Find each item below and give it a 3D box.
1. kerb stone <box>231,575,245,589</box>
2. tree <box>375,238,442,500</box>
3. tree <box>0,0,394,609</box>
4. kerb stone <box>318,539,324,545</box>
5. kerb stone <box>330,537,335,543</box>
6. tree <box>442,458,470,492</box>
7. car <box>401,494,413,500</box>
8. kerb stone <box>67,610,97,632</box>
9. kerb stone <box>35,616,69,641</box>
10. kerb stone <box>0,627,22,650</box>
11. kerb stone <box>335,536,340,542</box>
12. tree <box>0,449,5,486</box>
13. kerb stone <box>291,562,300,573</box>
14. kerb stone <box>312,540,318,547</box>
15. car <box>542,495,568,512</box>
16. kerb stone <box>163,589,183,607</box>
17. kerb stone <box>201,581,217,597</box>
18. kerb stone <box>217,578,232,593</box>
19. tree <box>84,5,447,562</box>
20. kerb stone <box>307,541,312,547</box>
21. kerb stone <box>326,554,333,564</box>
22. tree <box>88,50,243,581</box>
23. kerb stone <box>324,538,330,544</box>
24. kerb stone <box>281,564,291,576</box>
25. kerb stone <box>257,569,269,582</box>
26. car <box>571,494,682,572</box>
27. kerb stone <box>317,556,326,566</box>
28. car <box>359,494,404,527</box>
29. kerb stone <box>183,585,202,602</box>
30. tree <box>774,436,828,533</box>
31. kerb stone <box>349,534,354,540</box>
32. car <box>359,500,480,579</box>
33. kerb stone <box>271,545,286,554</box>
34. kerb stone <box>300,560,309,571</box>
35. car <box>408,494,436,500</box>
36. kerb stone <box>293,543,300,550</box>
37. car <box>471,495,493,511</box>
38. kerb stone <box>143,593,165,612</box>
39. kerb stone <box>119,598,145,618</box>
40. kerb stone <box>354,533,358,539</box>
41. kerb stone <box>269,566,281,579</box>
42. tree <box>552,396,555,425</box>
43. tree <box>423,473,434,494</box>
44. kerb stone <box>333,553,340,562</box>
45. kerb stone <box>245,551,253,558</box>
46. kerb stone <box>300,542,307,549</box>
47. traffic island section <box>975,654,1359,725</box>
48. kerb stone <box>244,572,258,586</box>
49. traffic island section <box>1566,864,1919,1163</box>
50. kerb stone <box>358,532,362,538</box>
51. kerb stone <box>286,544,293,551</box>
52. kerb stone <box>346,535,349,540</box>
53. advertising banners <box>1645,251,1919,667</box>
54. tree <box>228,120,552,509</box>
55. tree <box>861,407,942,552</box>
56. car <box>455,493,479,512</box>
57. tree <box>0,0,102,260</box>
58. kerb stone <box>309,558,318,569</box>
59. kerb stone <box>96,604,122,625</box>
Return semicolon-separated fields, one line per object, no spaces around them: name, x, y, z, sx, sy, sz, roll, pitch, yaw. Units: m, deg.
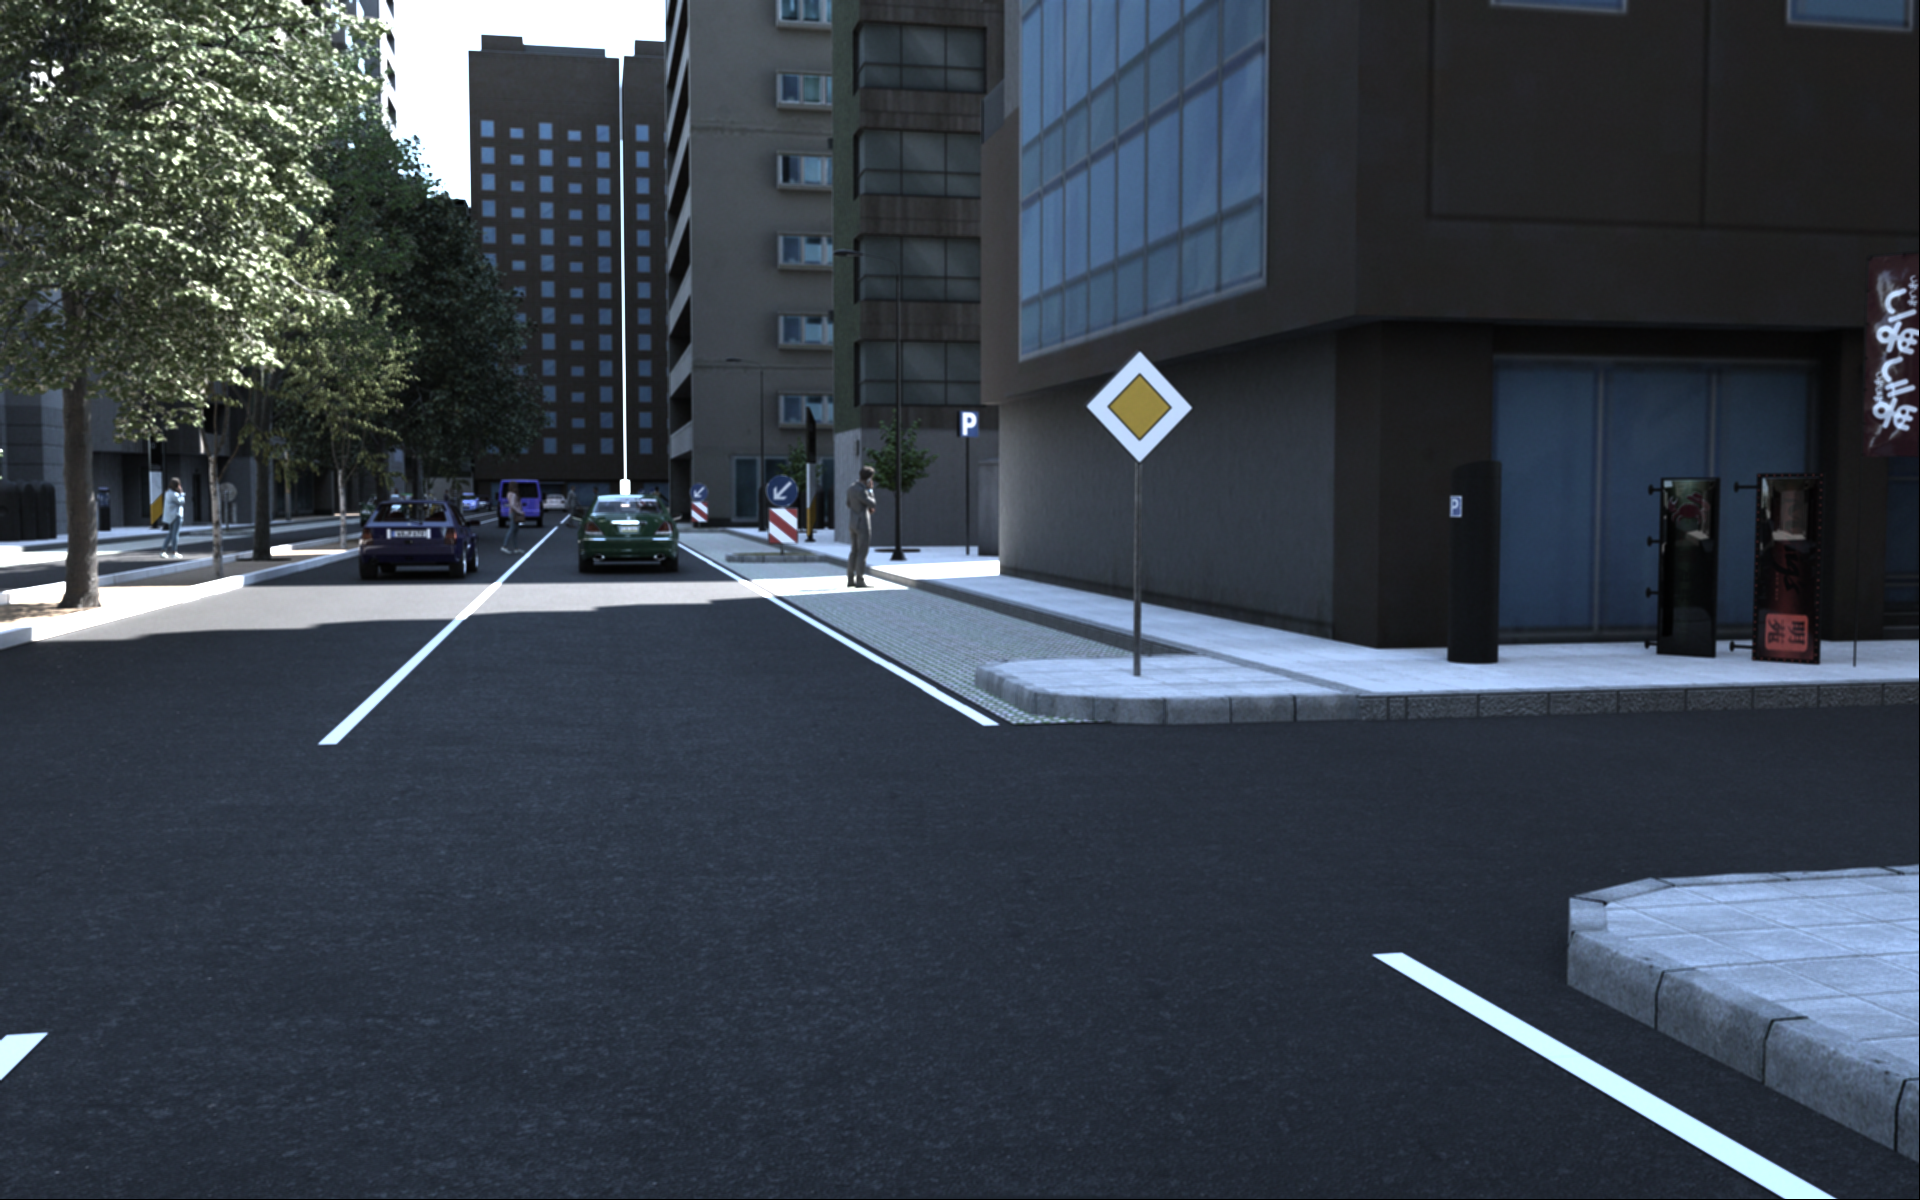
kerb stone;-11.100;-0.257;26.399;0.120;0.150;1.000;-1;4;-12
tree;-15.994;-5.620;44.713;4.737;8.622;4.395;0;3;0
tree;-11.196;-6.186;21.722;7.486;12.596;7.792;0;3;0
kerb stone;-17.847;-1.582;48.055;0.120;0.150;1.000;-1;4;-12
kerb stone;-18.277;-1.704;50.054;0.120;0.150;1.000;-1;4;-12
tree;-21.287;-7.118;69.194;4.737;8.622;4.395;0;3;0
car;-38.174;-6.753;119.215;1.959;1.807;4.718;-1;4;-13
kerb stone;-9.390;0.235;18.366;0.120;0.150;1.000;-1;4;-12
kerb stone;-9.176;0.296;17.362;0.120;0.150;1.000;-1;4;-12
kerb stone;-8.966;0.357;16.361;0.120;0.150;1.000;-1;4;-12
kerb stone;-18.478;-1.760;51.057;0.120;0.150;1.000;-1;4;-12
tree;-33.800;-4.048;60.781;1.663;3.219;1.824;0;3;0
kerb stone;-12.165;-0.564;31.415;0.120;0.150;1.000;-1;4;-12
kerb stone;-17.637;-1.520;47.047;0.120;0.150;1.000;-1;4;-12
car;-32.212;-7.678;137.902;2.083;1.381;4.827;-1;4;-10
kerb stone;-10.252;-0.011;22.383;0.120;0.150;1.000;-1;4;-12
kerb stone;-10.675;-0.134;24.398;0.120;0.150;1.000;-1;4;-12
kerb stone;-10.883;-0.196;25.400;0.120;0.150;1.000;-1;4;-12
tree;-14.801;-6.630;36.616;9.928;11.665;9.643;0;3;0
kerb stone;-17.428;-1.459;46.046;0.120;0.150;1.000;-1;4;-12
kerb stone;-13.017;-0.809;35.422;0.120;0.150;1.000;-1;4;-12
tree;-12.107;-4.598;27.996;4.737;8.622;4.395;0;3;0
kerb stone;-18.063;-1.643;49.054;0.120;0.150;1.000;-1;4;-12
kerb stone;-11.948;-0.501;30.412;0.120;0.150;1.000;-1;4;-12
kerb stone;-11.525;-0.380;28.407;0.120;0.150;1.000;-1;4;-12
car;-6.386;-1.314;33.280;2.131;1.459;4.920;-1;4;-11
kerb stone;-12.794;-0.748;34.424;0.120;0.150;1.000;-1;4;-12
car;-25.747;-4.028;77.660;2.131;1.459;4.920;-1;4;-12
kerb stone;-10.455;-0.073;23.396;0.120;0.150;1.000;-1;4;-12
tree;-5.429;-3.862;57.747;1.663;3.219;1.824;0;3;0
kerb stone;-19.128;-1.949;54.061;0.120;0.150;1.000;-1;4;-12
car;-9.534;-1.106;30.665;1.945;1.354;3.894;-1;4;-11
kerb stone;-16.562;-1.213;42.023;0.120;0.150;1.000;-1;4;-12
kerb stone;-12.374;-0.618;32.417;0.120;0.150;1.000;-1;4;-12
car;-31.352;-5.544;100.865;2.015;1.641;3.980;-1;4;-10
kerb stone;-16.992;-1.336;44.034;0.120;0.150;1.000;-1;4;-12
car;-40.738;-8.255;147.548;1.945;1.354;3.894;-1;4;-13
kerb stone;-10.033;0.050;21.378;0.120;0.150;1.000;-1;4;-12
kerb stone;-9.813;0.112;20.374;0.120;0.150;1.000;-1;4;-12
kerb stone;-19.344;-2.010;55.066;0.120;0.150;1.000;-1;4;-12
kerb stone;-11.735;-0.441;29.411;0.120;0.150;1.000;-1;4;-12
tree;-19.500;-8.719;62.026;9.611;12.733;9.660;0;3;0
tree;-48.714;-9.970;157.606;1.663;3.219;1.824;0;3;0
kerb stone;-13.232;-0.871;36.431;0.120;0.150;1.000;-1;4;-12
kerb stone;-15.709;-0.967;38.015;0.120;0.150;1.000;-1;4;-12
kerb stone;-17.208;-1.398;45.048;0.120;0.150;1.000;-1;4;-12
traffic island section;1.267;0.614;12.234;2.009;0.180;2.903;-1;4;-12
kerb stone;-11.310;-0.318;27.400;0.120;0.150;1.000;-1;4;-12
traffic island section;2.928;1.092;4.423;2.009;0.180;2.903;-1;4;-12
kerb stone;-19.550;-2.072;56.072;0.120;0.150;1.000;-1;4;-12
kerb stone;-16.780;-1.274;43.025;0.120;0.150;1.000;-1;4;-12
kerb stone;-18.919;-1.888;53.057;0.120;0.150;1.000;-1;4;-12
advertising banners;6.271;-1.036;13.129;2.074;3.025;0.090;3;5;44
tree;-17.567;-8.131;52.413;9.611;12.733;9.660;0;3;0
tree;-1.465;-2.693;38.639;1.663;3.219;1.824;0;3;0
car;-39.687;-7.945;139.490;1.945;1.707;3.694;-1;4;-12
tree;-9.970;-3.829;15.430;4.360;8.622;3.978;0;3;0
kerb stone;-12.584;-0.684;33.417;0.120;0.150;1.000;-1;4;-12
kerb stone;-9.597;0.180;19.371;0.120;0.150;1.000;-1;4;-12
